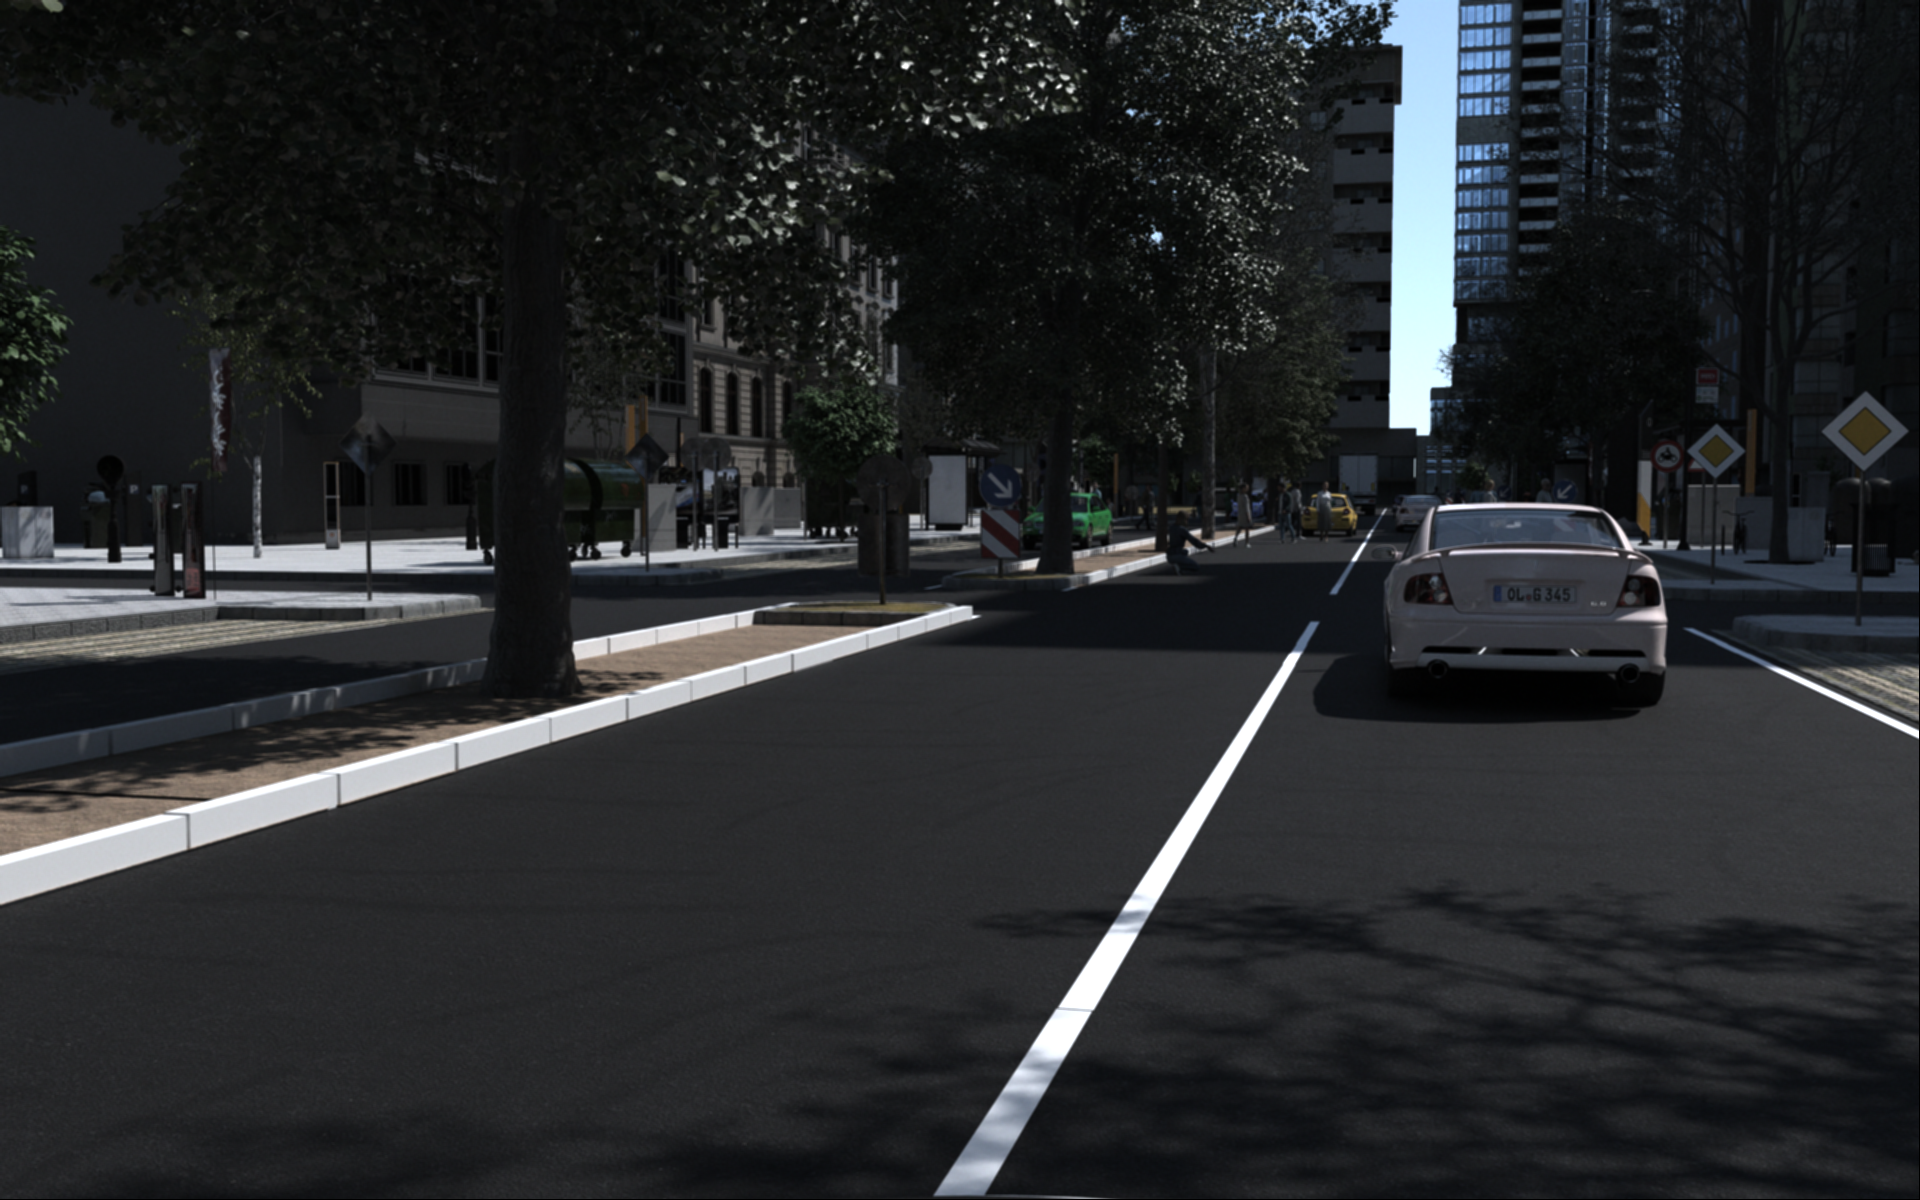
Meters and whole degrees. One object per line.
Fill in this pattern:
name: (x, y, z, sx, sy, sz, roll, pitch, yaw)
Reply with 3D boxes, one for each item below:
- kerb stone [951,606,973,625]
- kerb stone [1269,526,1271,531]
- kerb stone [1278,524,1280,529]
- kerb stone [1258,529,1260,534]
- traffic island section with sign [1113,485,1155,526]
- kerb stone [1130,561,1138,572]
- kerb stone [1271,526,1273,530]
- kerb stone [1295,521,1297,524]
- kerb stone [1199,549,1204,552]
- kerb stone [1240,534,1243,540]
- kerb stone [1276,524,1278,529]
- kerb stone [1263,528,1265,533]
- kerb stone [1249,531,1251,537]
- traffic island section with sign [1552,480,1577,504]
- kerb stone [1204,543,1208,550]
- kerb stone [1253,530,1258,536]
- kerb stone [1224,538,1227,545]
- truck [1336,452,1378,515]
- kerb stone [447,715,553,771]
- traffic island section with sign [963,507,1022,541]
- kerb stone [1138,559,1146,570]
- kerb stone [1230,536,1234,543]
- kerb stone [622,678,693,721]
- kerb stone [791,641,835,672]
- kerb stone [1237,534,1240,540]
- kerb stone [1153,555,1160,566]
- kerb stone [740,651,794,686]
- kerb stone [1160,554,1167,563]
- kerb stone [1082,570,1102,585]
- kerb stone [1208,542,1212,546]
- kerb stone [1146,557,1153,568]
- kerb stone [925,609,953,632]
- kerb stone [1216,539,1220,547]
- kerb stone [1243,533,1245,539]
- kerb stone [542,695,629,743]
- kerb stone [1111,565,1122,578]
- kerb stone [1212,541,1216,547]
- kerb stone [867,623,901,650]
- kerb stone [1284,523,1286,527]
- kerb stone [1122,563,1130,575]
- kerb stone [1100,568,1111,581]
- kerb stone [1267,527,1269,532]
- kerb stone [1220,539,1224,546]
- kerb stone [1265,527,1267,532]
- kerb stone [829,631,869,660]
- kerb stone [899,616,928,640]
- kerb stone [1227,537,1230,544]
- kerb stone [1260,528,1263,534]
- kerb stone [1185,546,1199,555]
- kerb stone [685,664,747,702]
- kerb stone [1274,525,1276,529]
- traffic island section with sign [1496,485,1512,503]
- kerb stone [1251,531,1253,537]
kerb stone: (-0.036, 0.173, 19.373, 0.120, 0.150, 1.000, 1, 4, 14)
kerb stone: (11.588, -2.653, 65.632, 0.120, 0.150, 1.000, 1, 4, 14)
kerb stone: (12.835, -2.960, 70.626, 0.120, 0.150, 1.000, 1, 4, 14)
kerb stone: (10.339, -2.349, 60.667, 0.120, 0.150, 1.000, 1, 4, 14)
traffic island section with sign: (7.839, -4.307, 79.051, 1.989, 1.847, 2.006, 1, 4, 14)
kerb stone: (3.095, -0.589, 31.825, 0.120, 0.150, 1.000, 1, 4, 14)
kerb stone: (11.836, -2.718, 66.633, 0.120, 0.150, 1.000, 1, 4, 14)
kerb stone: (17.086, -3.990, 87.536, 0.120, 0.150, 1.000, 1, 4, 14)
kerb stone: (5.840, -1.258, 42.763, 0.120, 0.150, 1.000, 1, 4, 14)
kerb stone: (8.586, -1.925, 53.701, 0.120, 0.150, 1.000, 1, 4, 14)
kerb stone: (12.588, -2.899, 69.634, 0.120, 0.150, 1.000, 1, 4, 14)
kerb stone: (10.839, -2.474, 62.649, 0.120, 0.150, 1.000, 1, 4, 14)
kerb stone: (9.345, -2.109, 56.674, 0.120, 0.150, 1.000, 1, 4, 14)
traffic island section with sign: (16.728, -2.437, 48.476, 1.989, 1.847, 2.006, 1, 4, 14)
kerb stone: (6.087, -1.319, 43.755, 0.120, 0.150, 1.000, 1, 4, 14)
kerb stone: (10.090, -2.291, 59.658, 0.120, 0.150, 1.000, 1, 4, 14)
kerb stone: (7.343, -1.623, 48.730, 0.120, 0.150, 1.000, 1, 4, 14)
truck: (27.643, -8.049, 120.508, 2.839, 4.237, 11.283, 1, 4, 12)
kerb stone: (-2.526, 0.781, 9.439, 0.120, 0.150, 1.000, 1, 4, 14)
traffic island section with sign: (1.276, -2.708, 52.904, 1.989, 1.847, 2.006, 1, 4, 14)
kerb stone: (3.346, -0.650, 32.822, 0.120, 0.150, 1.000, 1, 4, 14)
kerb stone: (7.841, -1.744, 50.715, 0.120, 0.150, 1.000, 1, 4, 14)
kerb stone: (-2.028, 0.662, 11.422, 0.120, 0.150, 1.000, 1, 4, 14)
kerb stone: (-1.272, 0.477, 14.404, 0.120, 0.150, 1.000, 1, 4, 14)
kerb stone: (8.337, -1.864, 52.709, 0.120, 0.150, 1.000, 1, 4, 14)
kerb stone: (3.847, -0.770, 34.809, 0.120, 0.150, 1.000, 1, 4, 14)
kerb stone: (-1.531, 0.537, 13.415, 0.120, 0.150, 1.000, 1, 4, 14)
kerb stone: (4.092, -0.830, 35.803, 0.120, 0.150, 1.000, 1, 4, 14)
kerb stone: (2.099, -0.341, 27.852, 0.120, 0.150, 1.000, 1, 4, 14)
kerb stone: (6.343, -1.380, 44.754, 0.120, 0.150, 1.000, 1, 4, 14)
kerb stone: (3.588, -0.710, 33.815, 0.120, 0.150, 1.000, 1, 4, 14)
kerb stone: (-0.284, 0.234, 18.377, 0.120, 0.150, 1.000, 1, 4, 14)
kerb stone: (6.839, -1.501, 46.741, 0.120, 0.150, 1.000, 1, 4, 14)
kerb stone: (8.843, -1.987, 54.690, 0.120, 0.150, 1.000, 1, 4, 14)
kerb stone: (-2.281, 0.720, 10.431, 0.120, 0.150, 1.000, 1, 4, 14)
kerb stone: (2.603, -0.467, 29.834, 0.120, 0.150, 1.000, 1, 4, 14)
kerb stone: (6.596, -1.440, 45.747, 0.120, 0.150, 1.000, 1, 4, 14)
kerb stone: (-0.783, 0.355, 16.392, 0.120, 0.150, 1.000, 1, 4, 14)
kerb stone: (13.839, -3.205, 74.604, 0.120, 0.150, 1.000, 1, 4, 14)
kerb stone: (2.842, -0.525, 30.835, 0.120, 0.150, 1.000, 1, 4, 14)
kerb stone: (2.341, -0.407, 28.845, 0.120, 0.150, 1.000, 1, 4, 14)
kerb stone: (11.331, -2.595, 64.634, 0.120, 0.150, 1.000, 1, 4, 14)
kerb stone: (7.095, -1.562, 47.737, 0.120, 0.150, 1.000, 1, 4, 14)
kerb stone: (11.085, -2.535, 63.642, 0.120, 0.150, 1.000, 1, 4, 14)
kerb stone: (-1.034, 0.417, 15.401, 0.120, 0.150, 1.000, 1, 4, 14)
kerb stone: (-0.533, 0.297, 17.383, 0.120, 0.150, 1.000, 1, 4, 14)
kerb stone: (7.586, -1.680, 49.723, 0.120, 0.150, 1.000, 1, 4, 14)
kerb stone: (10.587, -2.414, 61.659, 0.120, 0.150, 1.000, 1, 4, 14)
kerb stone: (5.592, -1.197, 41.771, 0.120, 0.150, 1.000, 1, 4, 14)
kerb stone: (-1.783, 0.598, 12.418, 0.120, 0.150, 1.000, 1, 4, 14)
kerb stone: (12.346, -2.839, 68.632, 0.120, 0.150, 1.000, 1, 4, 14)
traffic island section with sign: (23.288, -4.036, 74.624, 1.989, 1.847, 2.006, 1, 4, 14)
kerb stone: (9.586, -2.166, 57.667, 0.120, 0.150, 1.000, 1, 4, 14)
